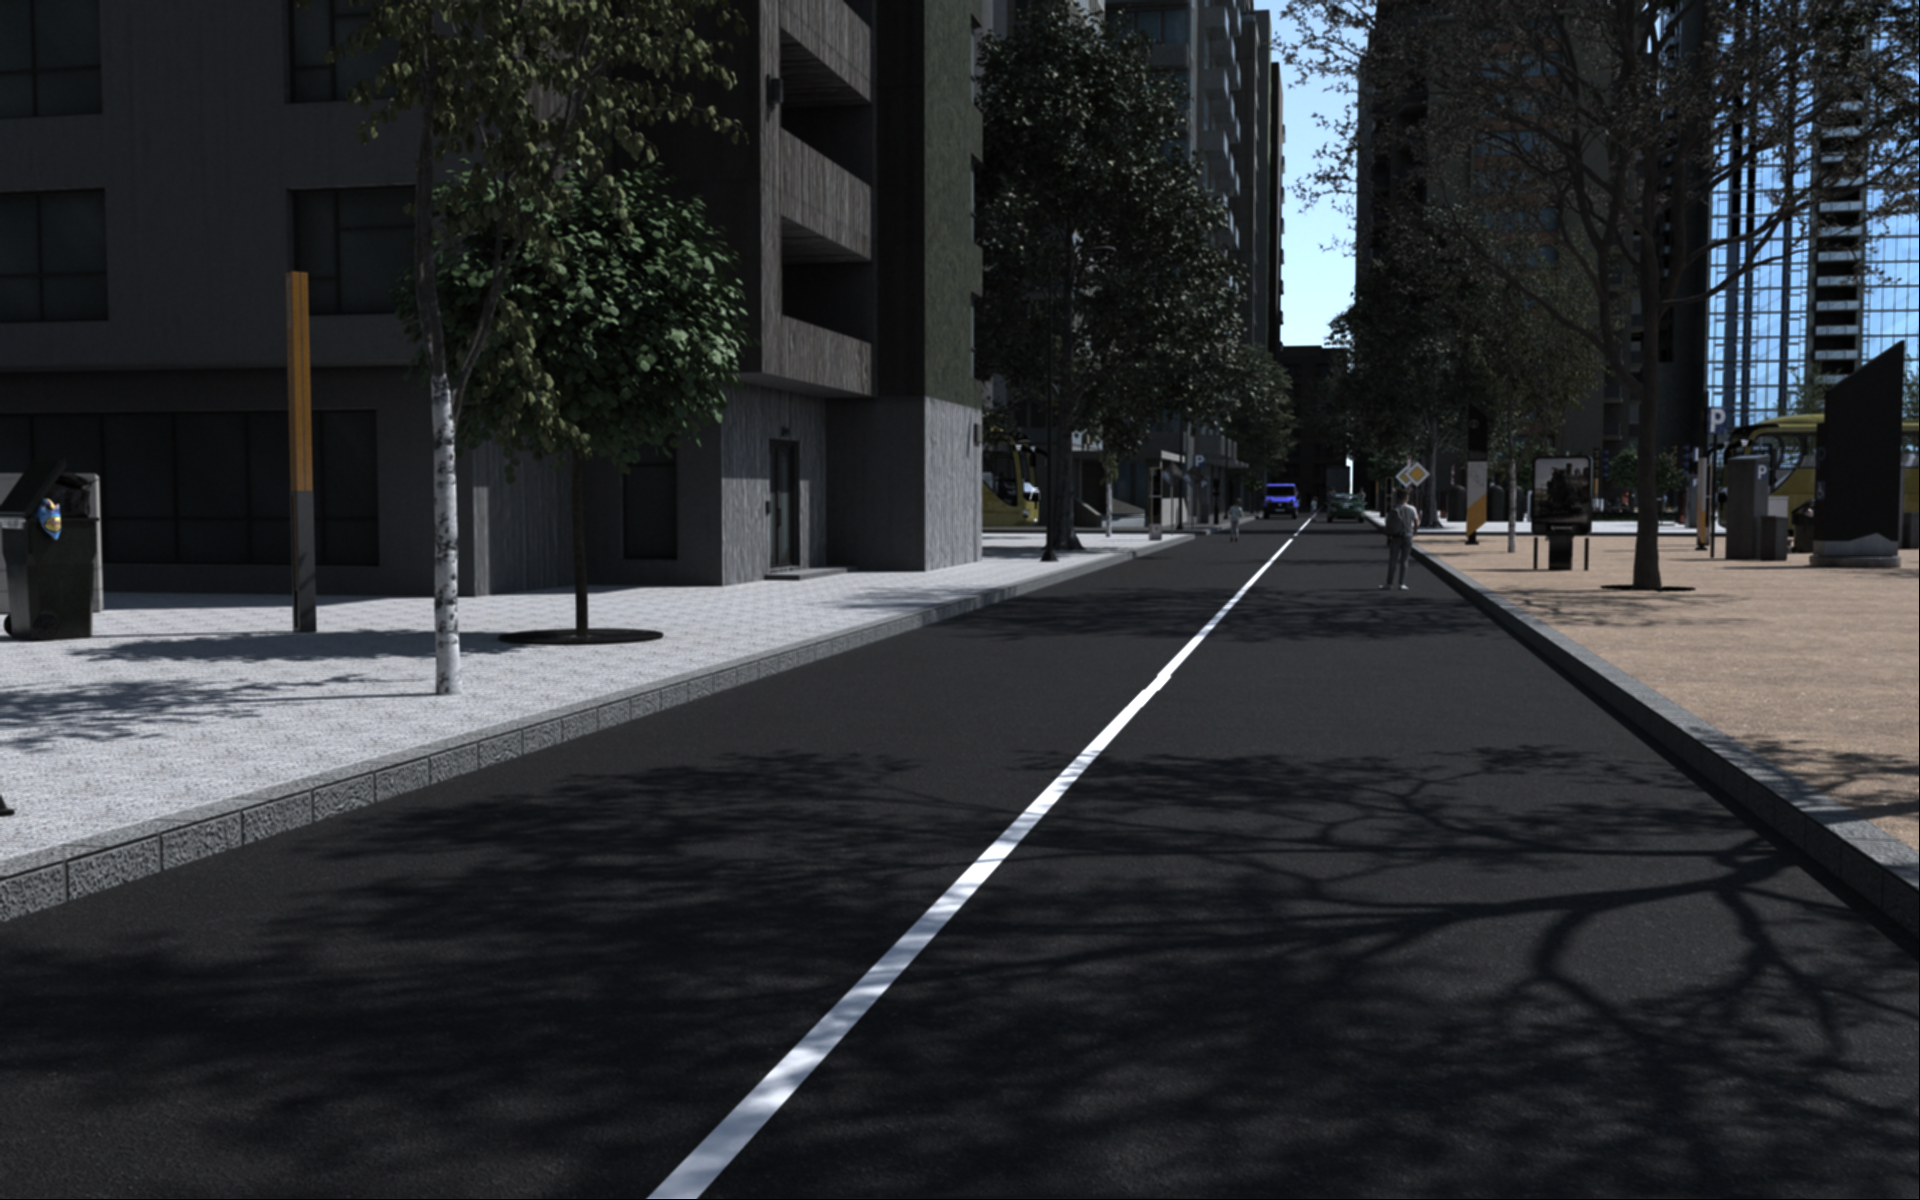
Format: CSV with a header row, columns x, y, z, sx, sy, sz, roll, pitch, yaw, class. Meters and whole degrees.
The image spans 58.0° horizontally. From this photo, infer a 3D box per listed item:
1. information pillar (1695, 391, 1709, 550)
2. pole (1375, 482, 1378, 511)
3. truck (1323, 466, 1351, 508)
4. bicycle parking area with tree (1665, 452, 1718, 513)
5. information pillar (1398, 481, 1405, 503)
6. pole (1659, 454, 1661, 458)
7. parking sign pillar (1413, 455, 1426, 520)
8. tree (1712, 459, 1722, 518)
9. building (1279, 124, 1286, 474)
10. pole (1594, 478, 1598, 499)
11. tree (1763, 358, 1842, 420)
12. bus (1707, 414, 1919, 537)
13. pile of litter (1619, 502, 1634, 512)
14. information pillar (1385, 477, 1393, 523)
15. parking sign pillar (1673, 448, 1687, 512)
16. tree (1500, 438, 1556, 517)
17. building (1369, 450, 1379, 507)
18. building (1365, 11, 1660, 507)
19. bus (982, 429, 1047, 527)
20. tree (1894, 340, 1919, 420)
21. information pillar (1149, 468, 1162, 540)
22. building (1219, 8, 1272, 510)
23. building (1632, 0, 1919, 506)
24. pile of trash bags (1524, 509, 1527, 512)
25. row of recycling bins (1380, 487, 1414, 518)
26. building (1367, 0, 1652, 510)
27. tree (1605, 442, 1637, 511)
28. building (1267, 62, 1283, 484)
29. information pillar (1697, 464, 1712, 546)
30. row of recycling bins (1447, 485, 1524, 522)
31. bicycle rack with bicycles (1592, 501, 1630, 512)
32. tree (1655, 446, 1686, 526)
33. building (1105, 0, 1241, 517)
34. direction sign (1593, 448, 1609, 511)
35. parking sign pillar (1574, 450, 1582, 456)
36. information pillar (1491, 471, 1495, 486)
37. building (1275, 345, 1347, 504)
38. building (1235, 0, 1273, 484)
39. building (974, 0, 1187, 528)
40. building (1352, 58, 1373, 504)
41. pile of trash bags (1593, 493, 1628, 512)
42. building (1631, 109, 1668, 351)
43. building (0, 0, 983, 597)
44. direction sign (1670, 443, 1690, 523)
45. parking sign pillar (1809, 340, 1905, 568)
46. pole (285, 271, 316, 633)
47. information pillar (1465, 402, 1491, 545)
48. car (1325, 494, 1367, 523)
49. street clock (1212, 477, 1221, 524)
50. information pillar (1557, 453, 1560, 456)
x,y,z,sx,sy,sz,roll,pitch,yaw,class
16.966,-2.949,39.574,0.183,3.616,0.504,1,4,9,information pillar
31.099,-8.279,129.206,0.158,3.312,0.155,0,3,0,pole
38.703,-11.556,177.850,2.839,4.237,11.283,1,4,12,truck
51.863,-8.069,118.928,8.231,4.147,9.016,-1,4,-20,bicycle parking area with tree
22.071,-5.017,86.516,0.304,2.012,0.304,0,4,-3,information pillar
35.354,-5.722,87.397,0.158,3.312,0.155,0,3,0,pole
23.544,-6.079,87.869,1.447,3.967,1.447,-3,5,-43,parking sign pillar
41.365,-6.118,94.639,1.663,3.219,1.824,0,3,0,tree
21.848,-35.508,200.167,30.456,49.044,23.786,1,4,12,building
42.485,-7.453,115.697,0.158,3.312,0.155,0,3,0,pole
46.083,-8.821,94.584,4.737,8.622,4.395,0,3,0,tree
29.581,-3.754,52.927,12.252,3.916,2.896,1,4,12,bus
34.927,-4.693,90.698,1.176,0.858,1.719,-2,4,-29,pile of litter
18.743,-4.352,75.655,0.304,2.012,0.304,1,4,16,information pillar
42.203,-6.911,101.464,1.447,3.967,1.447,1,4,10,parking sign pillar
31.658,-6.897,96.483,4.285,4.588,4.351,0,3,0,tree
48.181,-24.530,172.759,14.160,30.474,14.107,1,4,12,building
59.250,-36.801,190.937,28.713,52.752,27.495,1,4,12,building
-3.124,-4.214,60.442,12.252,3.916,2.896,1,4,13,bus
45.360,-8.070,82.314,4.737,8.622,4.395,0,3,0,tree
5.422,-2.663,48.037,0.304,2.012,0.304,0,4,-7,information pillar
18.224,-28.125,143.433,14.154,41.232,14.086,1,4,12,building
89.970,-53.430,186.253,31.000,86.520,22.319,1,4,12,building
40.440,-6.842,121.627,1.912,1.369,3.447,1,4,19,pile of trash bags
24.383,-5.406,95.497,3.534,1.692,1.069,-3,5,-40,row of recycling bins
46.917,-30.326,150.451,22.147,44.769,28.867,1,4,12,building
42.717,-7.719,109.921,4.285,4.588,4.351,0,3,0,tree
25.820,-32.307,178.324,14.600,45.320,14.200,1,4,12,building
18.558,-2.366,43.172,0.304,2.012,0.304,2,4,26,information pillar
24.449,-4.488,80.497,3.534,1.692,1.069,0,4,-4,row of recycling bins
32.323,-4.531,87.456,2.925,0.926,2.852,-3,4,-37,bicycle rack with bicycles
28.602,-4.624,70.199,1.663,3.219,1.824,0,3,0,tree
5.937,-29.929,108.955,23.786,49.044,30.456,1,4,12,building
31.482,-5.697,85.148,0.876,3.537,0.379,-1,4,-15,direction sign
37.604,-7.235,106.762,1.447,3.967,1.447,0,4,-6,parking sign pillar
38.662,-8.223,125.804,0.183,3.616,0.504,-1,4,-11,information pillar
37.022,-23.689,232.352,28.899,21.520,27.650,1,4,12,building
18.740,-44.151,160.121,20.563,71.187,20.611,1,4,12,building
-6.648,-23.491,75.965,32.217,40.220,23.993,1,4,12,building
65.345,-41.626,222.591,28.212,58.520,21.231,1,4,12,building
45.017,-6.730,119.781,1.912,1.369,3.447,-2,4,-24,pile of trash bags
90.627,-36.274,216.776,21.600,48.544,21.300,1,4,12,building
-7.882,-15.622,27.123,14.160,30.474,14.107,1,4,12,building
31.916,-5.191,76.862,0.876,3.537,0.379,0,4,-2,direction sign
15.846,-2.574,30.554,1.447,3.967,1.447,0,4,1,parking sign pillar
-6.100,-1.357,16.023,0.158,3.312,0.155,0,3,0,pole
13.100,-3.215,43.918,0.504,3.616,0.183,1,4,19,information pillar
19.543,-4.644,87.734,2.131,1.459,4.920,1,4,12,car
10.877,-4.213,73.448,0.358,2.002,0.471,1,4,15,street clock
33.982,-6.568,98.734,0.183,3.616,0.504,-1,4,-13,information pillar
